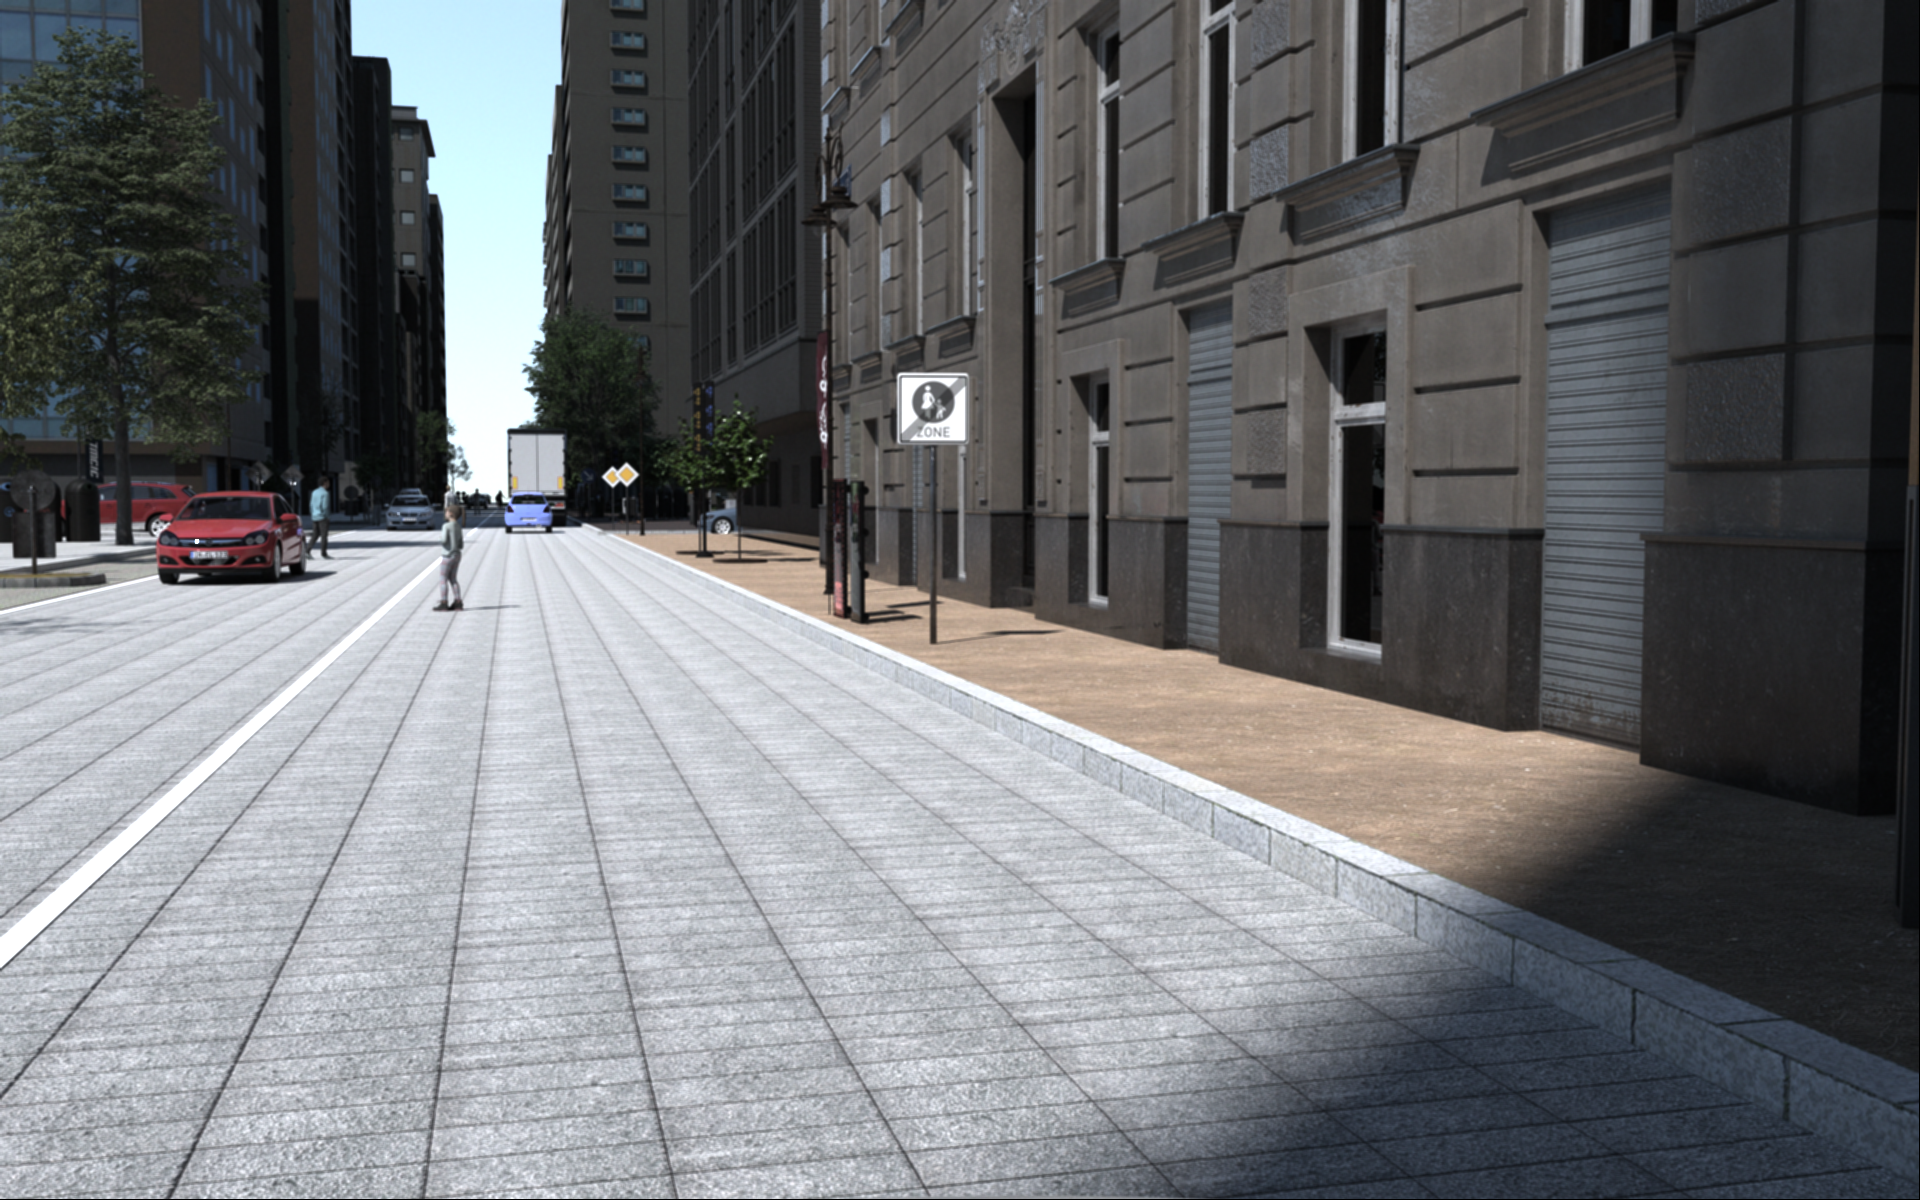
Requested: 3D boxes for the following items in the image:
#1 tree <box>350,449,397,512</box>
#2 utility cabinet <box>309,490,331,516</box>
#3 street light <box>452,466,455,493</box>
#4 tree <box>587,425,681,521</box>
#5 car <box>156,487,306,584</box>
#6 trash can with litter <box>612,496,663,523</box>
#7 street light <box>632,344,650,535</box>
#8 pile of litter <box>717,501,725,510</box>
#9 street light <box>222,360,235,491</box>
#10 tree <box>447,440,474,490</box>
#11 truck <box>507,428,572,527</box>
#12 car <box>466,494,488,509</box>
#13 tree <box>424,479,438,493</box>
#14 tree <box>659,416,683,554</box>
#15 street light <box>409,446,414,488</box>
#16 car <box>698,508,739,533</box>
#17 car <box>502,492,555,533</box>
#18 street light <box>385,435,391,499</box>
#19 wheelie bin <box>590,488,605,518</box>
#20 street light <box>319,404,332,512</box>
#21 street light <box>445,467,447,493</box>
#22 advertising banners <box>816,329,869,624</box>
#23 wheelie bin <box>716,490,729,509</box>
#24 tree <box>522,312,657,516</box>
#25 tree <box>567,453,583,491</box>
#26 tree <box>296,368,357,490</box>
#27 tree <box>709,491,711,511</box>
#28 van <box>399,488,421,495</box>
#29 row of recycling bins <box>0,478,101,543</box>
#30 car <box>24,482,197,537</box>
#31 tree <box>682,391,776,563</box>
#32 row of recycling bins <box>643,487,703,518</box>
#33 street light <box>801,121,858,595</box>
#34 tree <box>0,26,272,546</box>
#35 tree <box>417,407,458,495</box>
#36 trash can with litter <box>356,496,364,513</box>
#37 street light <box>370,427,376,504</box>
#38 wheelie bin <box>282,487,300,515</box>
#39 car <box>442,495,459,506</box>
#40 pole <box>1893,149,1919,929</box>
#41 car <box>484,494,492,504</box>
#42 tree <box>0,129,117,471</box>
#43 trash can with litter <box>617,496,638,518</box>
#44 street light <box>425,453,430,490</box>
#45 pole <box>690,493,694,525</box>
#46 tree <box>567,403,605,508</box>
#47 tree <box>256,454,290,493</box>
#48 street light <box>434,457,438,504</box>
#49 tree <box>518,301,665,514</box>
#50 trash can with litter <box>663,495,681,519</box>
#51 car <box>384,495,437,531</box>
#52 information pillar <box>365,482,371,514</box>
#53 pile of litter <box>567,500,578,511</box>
[{"bbox_3d":[-42.627,-8.694,125.859,4.285,4.588,4.351,0,3,0],"label":"tree"},{"bbox_3d":[-37.518,-5.676,101.477,1.173,1.500,0.318,-2,4,-25],"label":"utility cabinet"},{"bbox_3d":[-80.081,-18.416,273.880,0.468,5.910,1.993,-1,4,-14],"label":"street light"},{"bbox_3d":[-14.666,-6.058,82.755,4.285,4.588,4.351,0,3,0],"label":"tree"},{"bbox_3d":[-12.231,-1.233,29.206,2.155,1.783,4.494,-1,4,-13],"label":"car"},{"bbox_3d":[-14.500,-3.989,76.272,1.678,1.210,2.233,-3,5,-41],"label":"trash can with litter"},{"bbox_3d":[-9.861,-4.943,53.601,0.468,5.910,1.993,-1,4,-14],"label":"street light"},{"bbox_3d":[-14.593,-5.682,106.872,1.719,0.858,1.176,2,4,27],"label":"pile of litter"},{"bbox_3d":[-24.882,-5.270,58.950,0.468,5.910,1.993,-1,4,-14],"label":"street light"},{"bbox_3d":[-83.896,-21.479,285.596,7.601,10.594,8.767,-1,4,-18],"label":"tree"},{"bbox_3d":[-19.267,-5.536,79.425,2.839,4.237,11.283,-1,4,-13],"label":"truck"},{"bbox_3d":[-46.733,-9.535,167.695,2.131,1.459,4.920,-1,4,-13],"label":"car"},{"bbox_3d":[-60.756,-12.455,198.243,1.663,3.219,1.824,0,3,0],"label":"tree"},{"bbox_3d":[-5.543,-2.592,36.973,1.663,3.219,1.824,0,3,0],"label":"tree"},{"bbox_3d":[-51.857,-11.699,164.061,0.468,5.910,1.993,-1,4,-14],"label":"street light"},{"bbox_3d":[-6.825,-2.940,60.079,4.499,1.417,2.014,-1,4,-14],"label":"car"},{"bbox_3d":[-16.089,-3.364,64.588,1.945,1.707,3.694,-1,4,-14],"label":"car"},{"bbox_3d":[-43.960,-9.819,133.335,0.468,5.910,1.993,-1,4,-14],"label":"street light"},{"bbox_3d":[-19.617,-5.253,93.789,0.693,1.594,0.980,-3,4,-37],"label":"wheelie bin"},{"bbox_3d":[-32.569,-7.111,89.045,0.468,5.910,1.993,-1,4,-14],"label":"street light"},{"bbox_3d":[-72.326,-16.576,243.803,0.468,5.910,1.993,-1,4,-14],"label":"street light"},{"bbox_3d":[-1.236,-1.328,17.897,0.090,3.025,2.074,-1,4,-17],"label":"advertising banners"},{"bbox_3d":[-16.885,-7.023,122.739,0.980,1.594,0.693,-3,5,-43],"label":"wheelie bin"},{"bbox_3d":[-21.003,-10.640,99.720,9.928,11.665,9.643,0,3,0],"label":"tree"},{"bbox_3d":[-26.788,-8.485,122.438,4.285,4.588,4.351,0,3,0],"label":"tree"},{"bbox_3d":[-37.030,-9.174,100.363,4.360,8.622,3.978,0,3,0],"label":"tree"},{"bbox_3d":[-18.279,-10.786,126.705,4.360,8.622,3.978,0,3,0],"label":"tree"},{"bbox_3d":[-38.814,-7.048,122.238,2.013,2.044,4.112,-1,4,-15],"label":"van"},{"bbox_3d":[-24.791,-2.374,45.924,3.534,1.692,1.069,-2,4,-35],"label":"row of recycling bins"},{"bbox_3d":[-26.452,-2.793,54.343,5.304,1.827,2.281,-1,4,-12],"label":"car"},{"bbox_3d":[-4.281,-2.319,32.510,1.663,3.219,1.824,0,3,0],"label":"tree"},{"bbox_3d":[-15.654,-5.357,94.696,3.534,1.692,1.069,1,4,9],"label":"row of recycling bins"},{"bbox_3d":[-1.661,-3.010,21.994,0.468,5.910,1.993,-1,4,-14],"label":"street light"},{"bbox_3d":[-21.336,-7.644,43.114,7.486,12.596,7.792,0,3,0],"label":"tree"},{"bbox_3d":[-63.614,-17.095,205.264,9.928,11.665,9.643,0,3,0],"label":"tree"},{"bbox_3d":[-40.591,-6.484,117.405,0.624,1.170,1.055,-1,4,-9],"label":"trash can with litter"},{"bbox_3d":[-40.348,-8.950,119.117,0.468,5.910,1.993,-1,4,-14],"label":"street light"},{"bbox_3d":[-30.628,-4.363,79.243,0.693,1.594,0.980,-3,5,-40],"label":"wheelie bin"},{"bbox_3d":[-58.089,-11.327,197.194,2.014,1.417,4.499,-1,4,-13],"label":"car"},{"bbox_3d":[2.882,-0.686,5.064,0.158,3.312,0.155,0,3,0],"label":"pole"},{"bbox_3d":[-66.859,-14.271,243.557,2.015,1.641,3.980,-1,4,-15],"label":"car"},{"bbox_3d":[-19.126,-5.101,33.770,4.737,8.622,4.395,0,3,0],"label":"tree"},{"bbox_3d":[-17.588,-4.901,91.521,0.624,1.170,1.055,2,4,35],"label":"trash can with litter"},{"bbox_3d":[-59.802,-13.573,194.703,0.468,5.910,1.993,-1,4,-14],"label":"street light"},{"bbox_3d":[-11.233,-4.809,72.468,0.158,3.312,0.155,0,3,0],"label":"pole"},{"bbox_3d":[-29.845,-11.348,135.903,4.360,8.622,3.978,0,3,0],"label":"tree"},{"bbox_3d":[-30.801,-5.043,77.047,1.663,3.219,1.824,0,3,0],"label":"tree"},{"bbox_3d":[-64.638,-14.726,213.550,0.468,5.910,1.993,-1,4,-14],"label":"street light"},{"bbox_3d":[-24.090,-12.633,113.207,9.857,13.997,8.962,0,3,0],"label":"tree"},{"bbox_3d":[-14.761,-4.698,87.866,2.233,1.210,1.678,3,5,44],"label":"trash can with litter"},{"bbox_3d":[-21.889,-3.491,69.085,2.014,1.417,4.499,-1,4,-15],"label":"car"},{"bbox_3d":[-37.470,-6.432,109.662,0.304,2.012,0.304,-2,4,-28],"label":"information pillar"},{"bbox_3d":[-29.659,-7.239,132.326,1.719,0.858,1.176,1,4,11],"label":"pile of litter"}]
